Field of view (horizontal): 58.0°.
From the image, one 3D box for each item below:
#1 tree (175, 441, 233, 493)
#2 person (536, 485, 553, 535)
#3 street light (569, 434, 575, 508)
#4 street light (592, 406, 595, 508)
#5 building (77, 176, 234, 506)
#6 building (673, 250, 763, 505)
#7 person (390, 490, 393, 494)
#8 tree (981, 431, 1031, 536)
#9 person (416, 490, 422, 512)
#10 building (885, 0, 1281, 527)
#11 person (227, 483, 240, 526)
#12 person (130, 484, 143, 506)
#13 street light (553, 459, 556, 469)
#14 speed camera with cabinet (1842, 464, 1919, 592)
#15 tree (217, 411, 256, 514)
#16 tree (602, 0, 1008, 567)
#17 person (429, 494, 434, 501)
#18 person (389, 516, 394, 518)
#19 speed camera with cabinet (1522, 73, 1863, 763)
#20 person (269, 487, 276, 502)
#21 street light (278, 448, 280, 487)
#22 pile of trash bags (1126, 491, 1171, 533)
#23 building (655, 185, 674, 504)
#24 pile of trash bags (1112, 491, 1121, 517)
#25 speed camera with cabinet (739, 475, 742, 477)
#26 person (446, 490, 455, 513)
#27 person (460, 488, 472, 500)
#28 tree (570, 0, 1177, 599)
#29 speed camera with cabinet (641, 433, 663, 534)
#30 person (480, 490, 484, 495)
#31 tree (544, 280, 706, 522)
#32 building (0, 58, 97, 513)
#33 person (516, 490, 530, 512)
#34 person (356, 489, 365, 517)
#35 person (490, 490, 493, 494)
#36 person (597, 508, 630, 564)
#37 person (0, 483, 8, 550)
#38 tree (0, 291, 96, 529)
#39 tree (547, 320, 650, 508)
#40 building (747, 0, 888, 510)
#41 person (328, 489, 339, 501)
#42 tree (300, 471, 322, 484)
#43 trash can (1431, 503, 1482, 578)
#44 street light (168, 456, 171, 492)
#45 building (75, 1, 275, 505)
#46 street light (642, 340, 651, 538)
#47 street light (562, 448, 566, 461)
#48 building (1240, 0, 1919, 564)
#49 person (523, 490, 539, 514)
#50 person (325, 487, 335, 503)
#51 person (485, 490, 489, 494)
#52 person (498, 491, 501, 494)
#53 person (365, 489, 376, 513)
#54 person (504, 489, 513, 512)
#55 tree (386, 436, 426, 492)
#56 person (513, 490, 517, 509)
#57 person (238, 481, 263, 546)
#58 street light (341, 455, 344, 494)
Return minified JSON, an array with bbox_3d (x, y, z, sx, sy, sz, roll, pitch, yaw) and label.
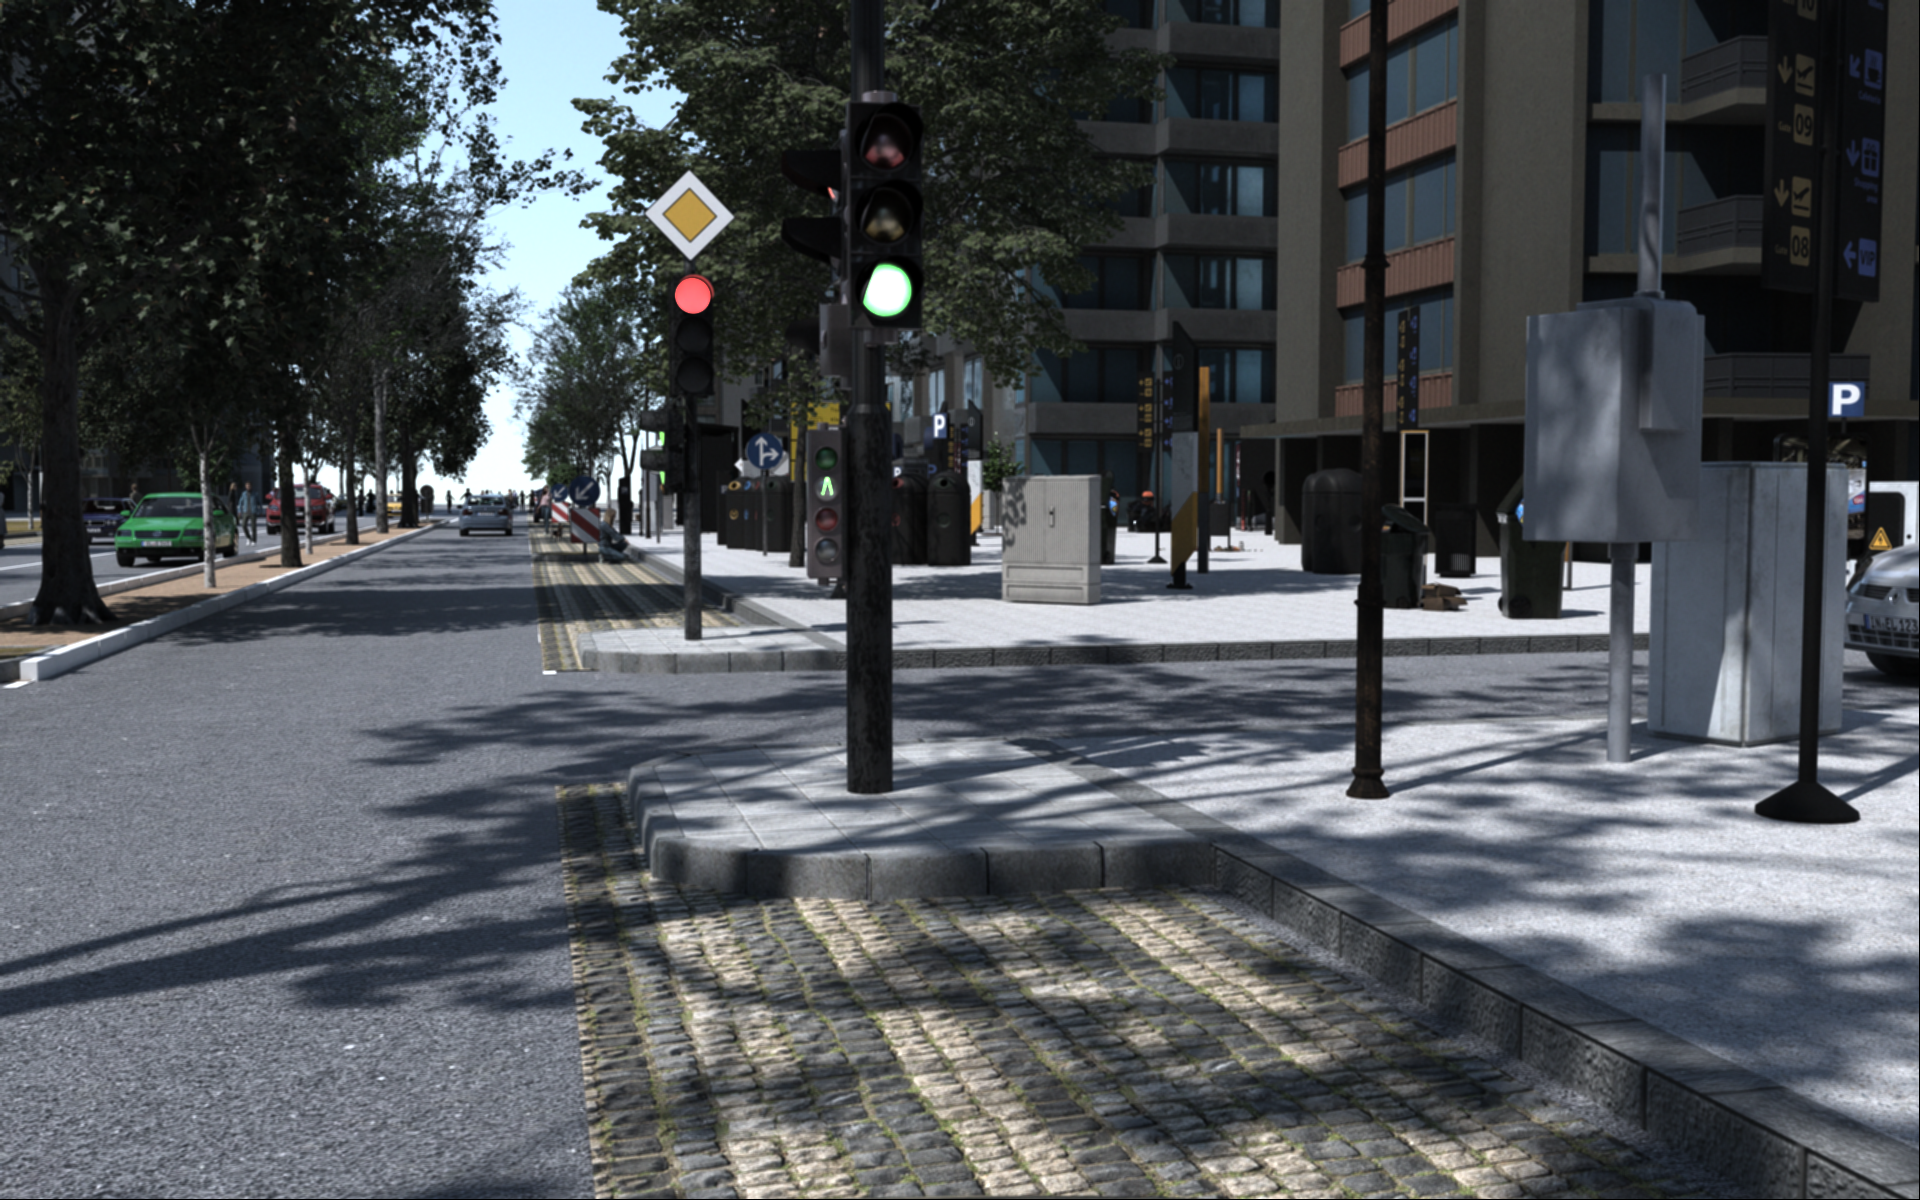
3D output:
[{"bbox_3d":[-41.876,-6.872,96.070,4.285,4.588,4.351,0,3,0],"label":"tree"},{"bbox_3d":[-14.511,-3.158,60.725,0.593,1.750,0.643,1,4,23],"label":"person"},{"bbox_3d":[-27.859,-9.286,124.614,0.468,5.910,1.993,-1,4,-14],"label":"street light"},{"bbox_3d":[-18.565,-7.035,87.807,0.468,5.910,1.993,-1,4,-14],"label":"street light"},{"bbox_3d":[-95.003,-29.989,182.209,32.217,40.220,23.993,-1,4,-14],"label":"building"},{"bbox_3d":[-28.378,-26.981,212.834,14.160,30.474,14.107,-1,4,-14],"label":"building"},{"bbox_3d":[-41.197,-7.112,125.497,1.217,1.735,0.721,0,4,-5],"label":"person"},{"bbox_3d":[1.075,-3.614,53.695,1.663,3.219,1.824,0,3,0],"label":"tree"},{"bbox_3d":[-43.404,-7.900,138.190,1.217,1.766,0.721,1,4,21],"label":"person"},{"bbox_3d":[8.599,-28.100,79.041,23.786,49.044,30.456,-1,4,-14],"label":"building"},{"bbox_3d":[-23.964,-2.925,56.537,0.699,1.804,1.509,1,4,14],"label":"person"},{"bbox_3d":[-26.224,-2.812,55.032,0.362,1.759,0.519,1,4,23],"label":"person"},{"bbox_3d":[-47.967,-14.196,204.894,0.468,5.910,1.993,-1,4,-14],"label":"street light"},{"bbox_3d":[12.853,-1.741,22.799,0.660,3.252,2.038,-2,4,-30],"label":"speed camera with cabinet"},{"bbox_3d":[-47.148,-9.890,112.066,4.737,8.622,4.395,0,3,0],"label":"tree"},{"bbox_3d":[-2.546,-5.861,30.248,7.601,10.594,8.767,-2,4,-25],"label":"tree"},{"bbox_3d":[-43.311,-8.151,141.770,0.705,1.824,1.348,0,4,8],"label":"person"},{"bbox_3d":[-34.181,-5.640,103.979,1.065,1.426,0.557,3,4,39],"label":"person"},{"bbox_3d":[3.739,-0.886,8.826,2.038,3.252,0.660,-2,4,-35],"label":"speed camera with cabinet"},{"bbox_3d":[-39.334,-5.566,99.367,0.709,1.838,0.599,-2,4,-25],"label":"person"},{"bbox_3d":[-48.343,-9.186,122.981,0.468,5.910,1.993,-1,4,-14],"label":"street light"},{"bbox_3d":[6.584,-2.999,58.792,1.912,1.369,3.447,0,4,-4],"label":"pile of trash bags"},{"bbox_3d":[-29.844,-35.498,235.013,22.147,44.769,28.867,-1,4,-14],"label":"building"},{"bbox_3d":[3.573,-2.898,57.140,3.447,1.369,1.912,0,4,6],"label":"pile of trash bags"},{"bbox_3d":[-10.839,-5.452,83.481,0.660,3.252,2.038,-2,4,-31],"label":"speed camera with cabinet"},{"bbox_3d":[-38.748,-7.485,131.666,0.721,1.735,1.217,1,4,13],"label":"person"},{"bbox_3d":[-36.328,-7.331,127.989,1.348,1.869,0.705,-2,4,-33],"label":"person"},{"bbox_3d":[-0.971,-6.303,21.183,7.486,12.596,7.792,0,3,0],"label":"tree"},{"bbox_3d":[-10.095,-3.822,56.827,0.660,3.252,2.038,0,4,-7],"label":"speed camera with cabinet"},{"bbox_3d":[-47.505,-10.038,172.556,0.705,1.831,1.348,2,4,29],"label":"person"},{"bbox_3d":[-15.236,-9.410,79.612,9.928,11.665,9.643,0,3,0],"label":"tree"},{"bbox_3d":[-78.183,-32.448,119.760,28.713,52.752,27.495,-1,4,-14],"label":"building"},{"bbox_3d":[-35.289,-7.986,139.796,1.217,1.735,0.721,-3,4,-38],"label":"person"},{"bbox_3d":[-38.311,-6.195,110.497,1.217,1.736,0.721,3,4,37],"label":"person"},{"bbox_3d":[-51.363,-11.072,189.401,0.599,1.838,0.709,0,4,3],"label":"person"},{"bbox_3d":[-7.031,-1.312,35.447,0.738,1.151,1.012,0,4,0],"label":"person"},{"bbox_3d":[-24.964,-2.186,44.805,0.524,1.755,0.480,0,4,2],"label":"person"},{"bbox_3d":[-33.814,-6.888,62.979,4.737,8.622,4.395,0,3,0],"label":"tree"},{"bbox_3d":[-14.983,-7.472,72.522,4.360,8.622,3.978,0,3,0],"label":"tree"},{"bbox_3d":[-5.487,-29.673,139.784,22.147,44.769,28.867,-1,4,-14],"label":"building"},{"bbox_3d":[-45.284,-7.078,124.314,1.350,1.814,0.705,-1,4,-12],"label":"person"},{"bbox_3d":[-53.719,-9.121,143.723,1.663,3.219,1.824,0,3,0],"label":"tree"},{"bbox_3d":[7.618,-0.915,26.614,0.748,1.137,0.748,0,3,0],"label":"trash can"},{"bbox_3d":[-38.902,-6.873,85.158,0.468,5.910,1.993,-1,4,-14],"label":"street light"},{"bbox_3d":[-96.125,-40.748,208.231,21.231,58.520,28.212,-1,4,-14],"label":"building"},{"bbox_3d":[-9.030,-4.723,50.006,0.468,5.910,1.993,-1,4,-14],"label":"street light"},{"bbox_3d":[-37.171,-11.601,162.470,0.468,5.910,1.993,-1,4,-14],"label":"street light"},{"bbox_3d":[21.985,-23.738,42.736,28.867,44.769,22.147,-1,4,-14],"label":"building"},{"bbox_3d":[-28.394,-6.464,114.908,1.217,1.735,0.721,-2,4,-24],"label":"person"},{"bbox_3d":[-36.884,-5.642,100.715,1.348,1.831,0.705,2,4,30],"label":"person"},{"bbox_3d":[-32.899,-6.822,120.767,1.217,1.743,0.721,-3,5,-40],"label":"person"},{"bbox_3d":[-58.377,-12.903,219.469,0.705,1.822,1.348,3,5,43],"label":"person"},{"bbox_3d":[-44.320,-7.450,130.328,1.348,1.821,0.705,1,4,16],"label":"person"},{"bbox_3d":[-29.969,-6.468,114.785,0.750,1.759,0.617,0,4,-7],"label":"person"},{"bbox_3d":[-76.927,-18.539,237.524,7.601,10.594,8.767,-2,4,-32],"label":"tree"},{"bbox_3d":[-43.470,-9.809,168.742,0.599,1.838,0.709,2,4,25],"label":"person"},{"bbox_3d":[-19.612,-2.388,47.889,0.601,1.785,0.444,0,4,-4],"label":"person"},{"bbox_3d":[-59.115,-11.806,165.817,0.468,5.910,1.993,-1,4,-14],"label":"street light"}]
